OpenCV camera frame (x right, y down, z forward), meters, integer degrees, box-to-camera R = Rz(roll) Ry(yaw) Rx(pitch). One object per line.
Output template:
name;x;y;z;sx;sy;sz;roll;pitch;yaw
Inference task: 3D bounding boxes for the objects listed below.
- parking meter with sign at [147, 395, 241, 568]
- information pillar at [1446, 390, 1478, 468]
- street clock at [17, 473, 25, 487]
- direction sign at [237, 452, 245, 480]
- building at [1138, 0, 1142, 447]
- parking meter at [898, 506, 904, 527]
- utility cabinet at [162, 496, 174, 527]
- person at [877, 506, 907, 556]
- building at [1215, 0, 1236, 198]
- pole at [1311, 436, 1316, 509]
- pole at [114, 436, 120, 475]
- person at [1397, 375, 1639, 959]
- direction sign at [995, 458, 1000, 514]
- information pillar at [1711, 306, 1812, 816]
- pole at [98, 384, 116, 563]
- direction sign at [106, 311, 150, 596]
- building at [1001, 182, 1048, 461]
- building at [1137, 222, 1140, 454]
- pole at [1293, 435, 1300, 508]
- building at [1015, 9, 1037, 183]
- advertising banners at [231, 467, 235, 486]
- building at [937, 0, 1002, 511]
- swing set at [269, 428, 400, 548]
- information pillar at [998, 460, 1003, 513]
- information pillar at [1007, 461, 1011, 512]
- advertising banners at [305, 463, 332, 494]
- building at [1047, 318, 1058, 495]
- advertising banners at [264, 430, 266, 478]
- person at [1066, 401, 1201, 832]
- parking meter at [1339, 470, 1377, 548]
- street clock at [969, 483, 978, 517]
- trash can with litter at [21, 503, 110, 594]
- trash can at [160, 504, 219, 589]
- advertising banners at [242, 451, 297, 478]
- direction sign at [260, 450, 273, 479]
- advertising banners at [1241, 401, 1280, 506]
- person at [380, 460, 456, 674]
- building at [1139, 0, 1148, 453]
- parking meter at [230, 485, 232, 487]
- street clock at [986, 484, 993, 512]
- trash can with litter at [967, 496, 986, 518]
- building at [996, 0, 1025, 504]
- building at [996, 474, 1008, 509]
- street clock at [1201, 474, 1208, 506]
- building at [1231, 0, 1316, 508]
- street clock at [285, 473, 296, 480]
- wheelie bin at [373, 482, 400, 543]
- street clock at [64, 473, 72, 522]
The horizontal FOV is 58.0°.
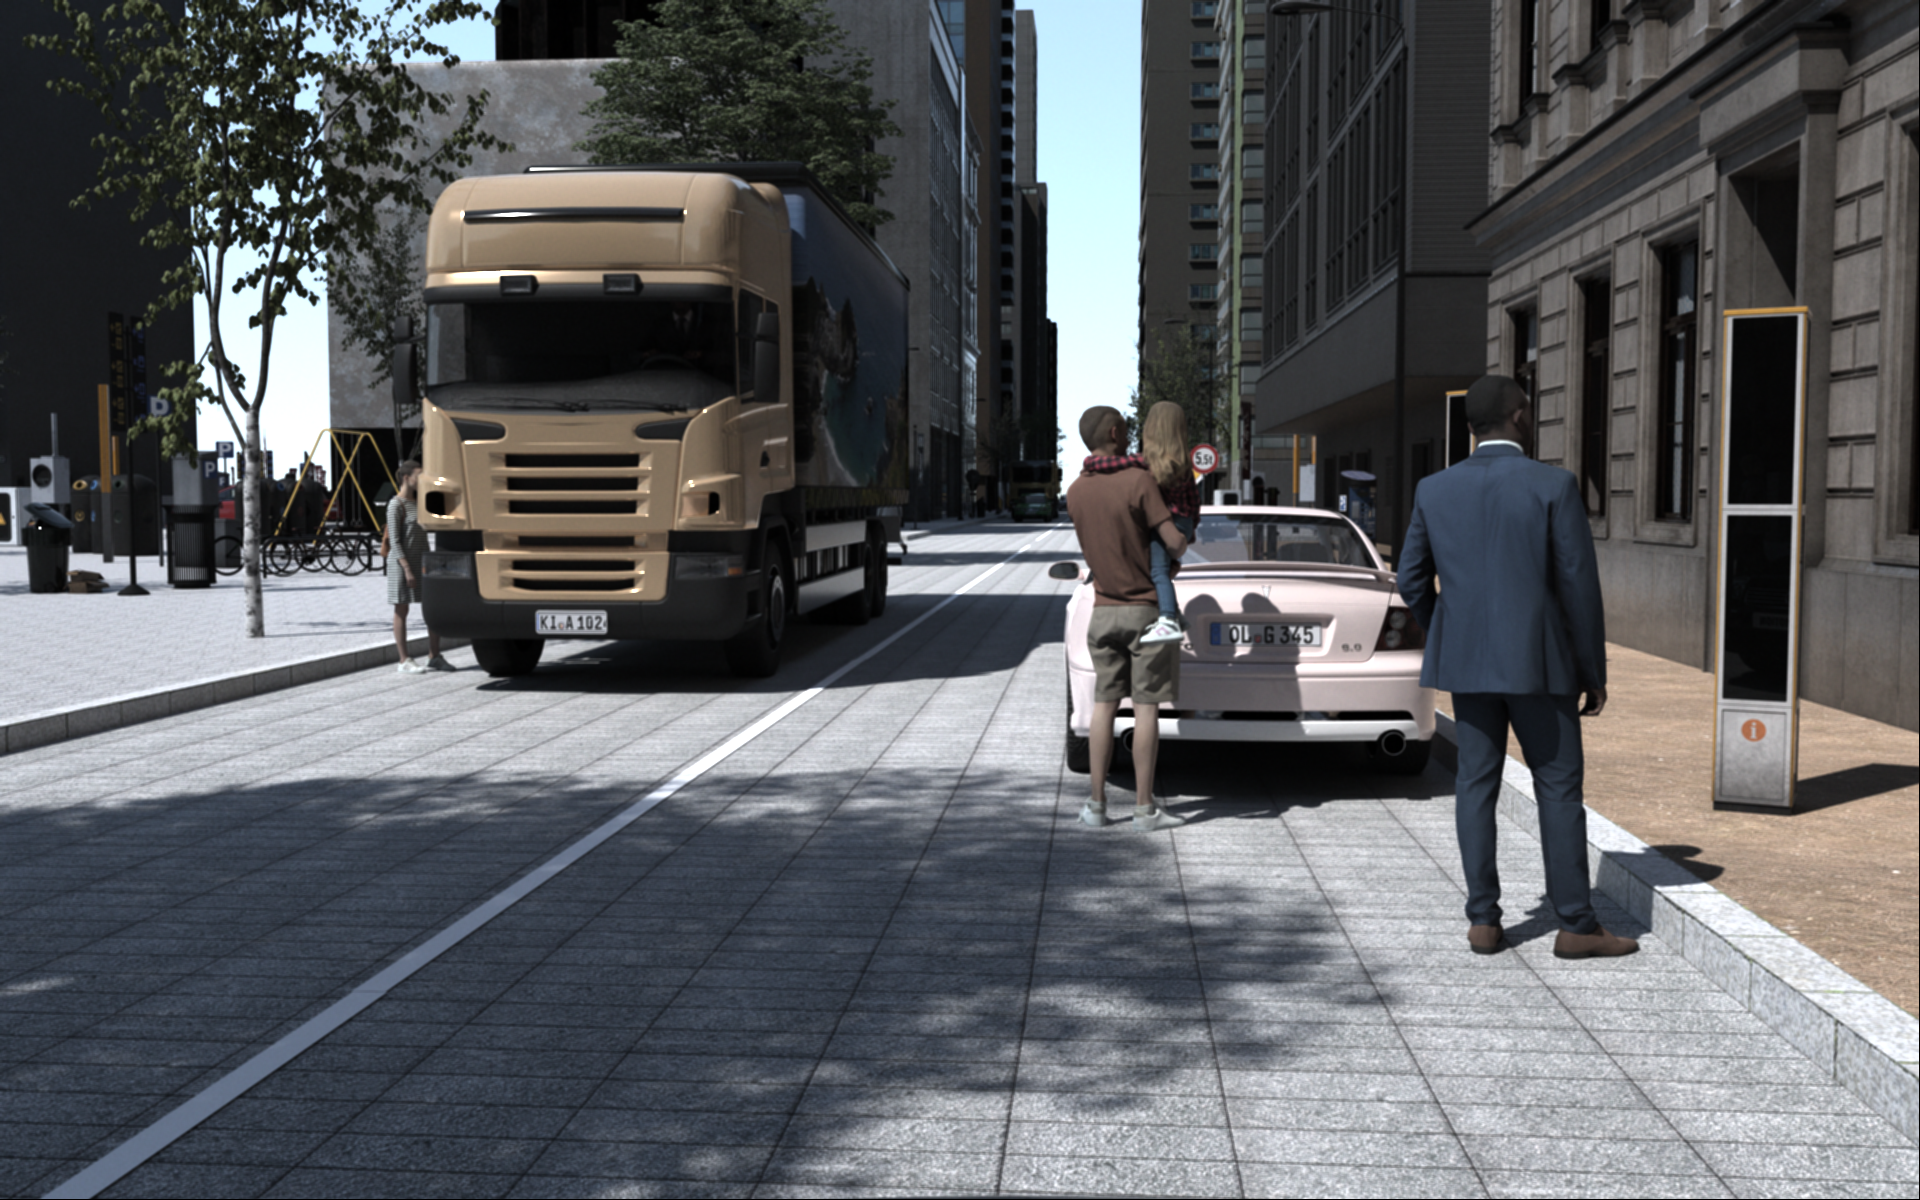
parking meter with sign;-13.376;-2.081;30.289;1.738;3.016;0.543;1;4;22
information pillar;3.689;-0.485;12.420;0.304;2.012;0.304;-2;4;-23
street clock;-32.237;-3.359;59.490;0.358;2.002;0.471;-2;4;-28
direction sign;-38.273;-6.131;92.244;0.876;3.537;0.379;3;5;42
building;30.019;-39.484;187.566;21.231;58.520;28.212;0;4;5
parking meter;-2.335;-3.561;66.640;0.372;1.533;0.369;0;3;0
utility cabinet;-30.709;-3.405;66.827;1.020;1.237;0.306;-2;4;-34
person;-1.557;-1.914;39.675;0.818;1.842;0.514;3;5;42
building;29.961;-25.886;115.122;32.217;40.220;23.993;0;4;5
pole;12.530;-4.123;61.255;0.158;3.312;0.155;0;3;0
pole;-29.698;-4.107;60.998;0.158;3.312;0.155;0;3;0
person;1.730;0.201;5.404;0.721;1.800;0.419;2;4;29
direction sign;2.380;-7.165;109.137;0.379;3.537;0.876;1;4;17
information pillar;3.248;-0.155;7.021;0.304;2.012;0.304;2;4;29
pole;-15.941;-2.354;32.329;0.158;3.312;0.155;0;3;0
direction sign;-10.522;-1.832;21.949;0.379;3.537;0.876;0;4;2
building;3.885;-32.891;221.355;14.154;41.232;14.086;0;4;5
building;38.967;-39.804;270.402;23.786;49.044;30.456;0;4;5
pole;11.019;-3.846;56.728;0.158;3.312;0.155;0;3;0
building;3.443;-50.402;262.327;20.563;71.187;20.611;0;4;5
advertising banners;-46.301;-7.026;111.061;0.090;3.025;2.074;0;4;0
building;-4.042;-29.780;137.008;14.600;45.320;14.200;0;4;5
swing set;-15.075;-2.749;42.564;2.862;2.851;3.119;0;4;0
information pillar;2.774;-7.893;120.401;0.183;3.616;0.504;-2;4;-35
information pillar;3.429;-7.953;121.387;0.183;3.616;0.504;2;4;26
advertising banners;-35.644;-6.174;97.129;2.074;3.025;0.090;-2;4;-35
building;8.561;-31.121;280.530;14.160;30.474;14.107;0;4;5
advertising banners;-19.129;-3.154;47.757;0.090;3.025;2.074;-1;4;-20
person;0.767;0.061;7.470;0.580;1.828;0.573;0;4;-7
parking meter;4.087;-0.575;17.811;0.372;1.533;0.369;0;3;0
street clock;0.744;-5.607;96.237;0.471;2.002;0.358;-1;4;-15
trash can with litter;-11.617;-0.682;22.537;1.055;1.170;0.624;0;4;7
trash can;-10.483;-0.732;23.615;0.748;1.137;0.748;0;3;0
advertising banners;-26.558;-4.317;66.776;2.074;3.025;0.090;-1;4;-11
direction sign;-36.075;-5.993;89.989;0.876;3.537;0.379;1;4;11
advertising banners;5.806;-2.287;33.574;0.090;3.025;2.074;2;4;31
person;-4.394;-0.267;13.870;0.522;1.701;0.512;1;4;13
building;25.587;-31.616;140.619;21.300;48.544;21.600;0;4;5
parking meter;-48.442;-6.672;114.798;0.399;1.863;0.255;1;4;22
street clock;2.122;-7.250;123.113;0.471;2.002;0.358;0;4;6
trash can with litter;0.902;-5.060;94.123;1.055;1.170;0.624;0;4;-2
building;-3.965;-53.230;182.974;22.319;86.520;31.000;0;4;5
building;-11.401;-28.442;156.905;32.217;40.220;23.993;0;4;5
street clock;8.197;-3.247;57.655;0.358;2.002;0.471;0;4;-3
building;20.775;-24.674;87.022;14.154;41.232;14.086;0;4;5
street clock;-23.316;-3.411;60.333;0.358;2.002;0.471;0;4;-3
wheelie bin;-14.931;-2.295;45.429;0.980;1.594;0.693;3;4;37
street clock;-30.212;-3.306;58.620;0.358;2.002;0.471;-3;5;-43
